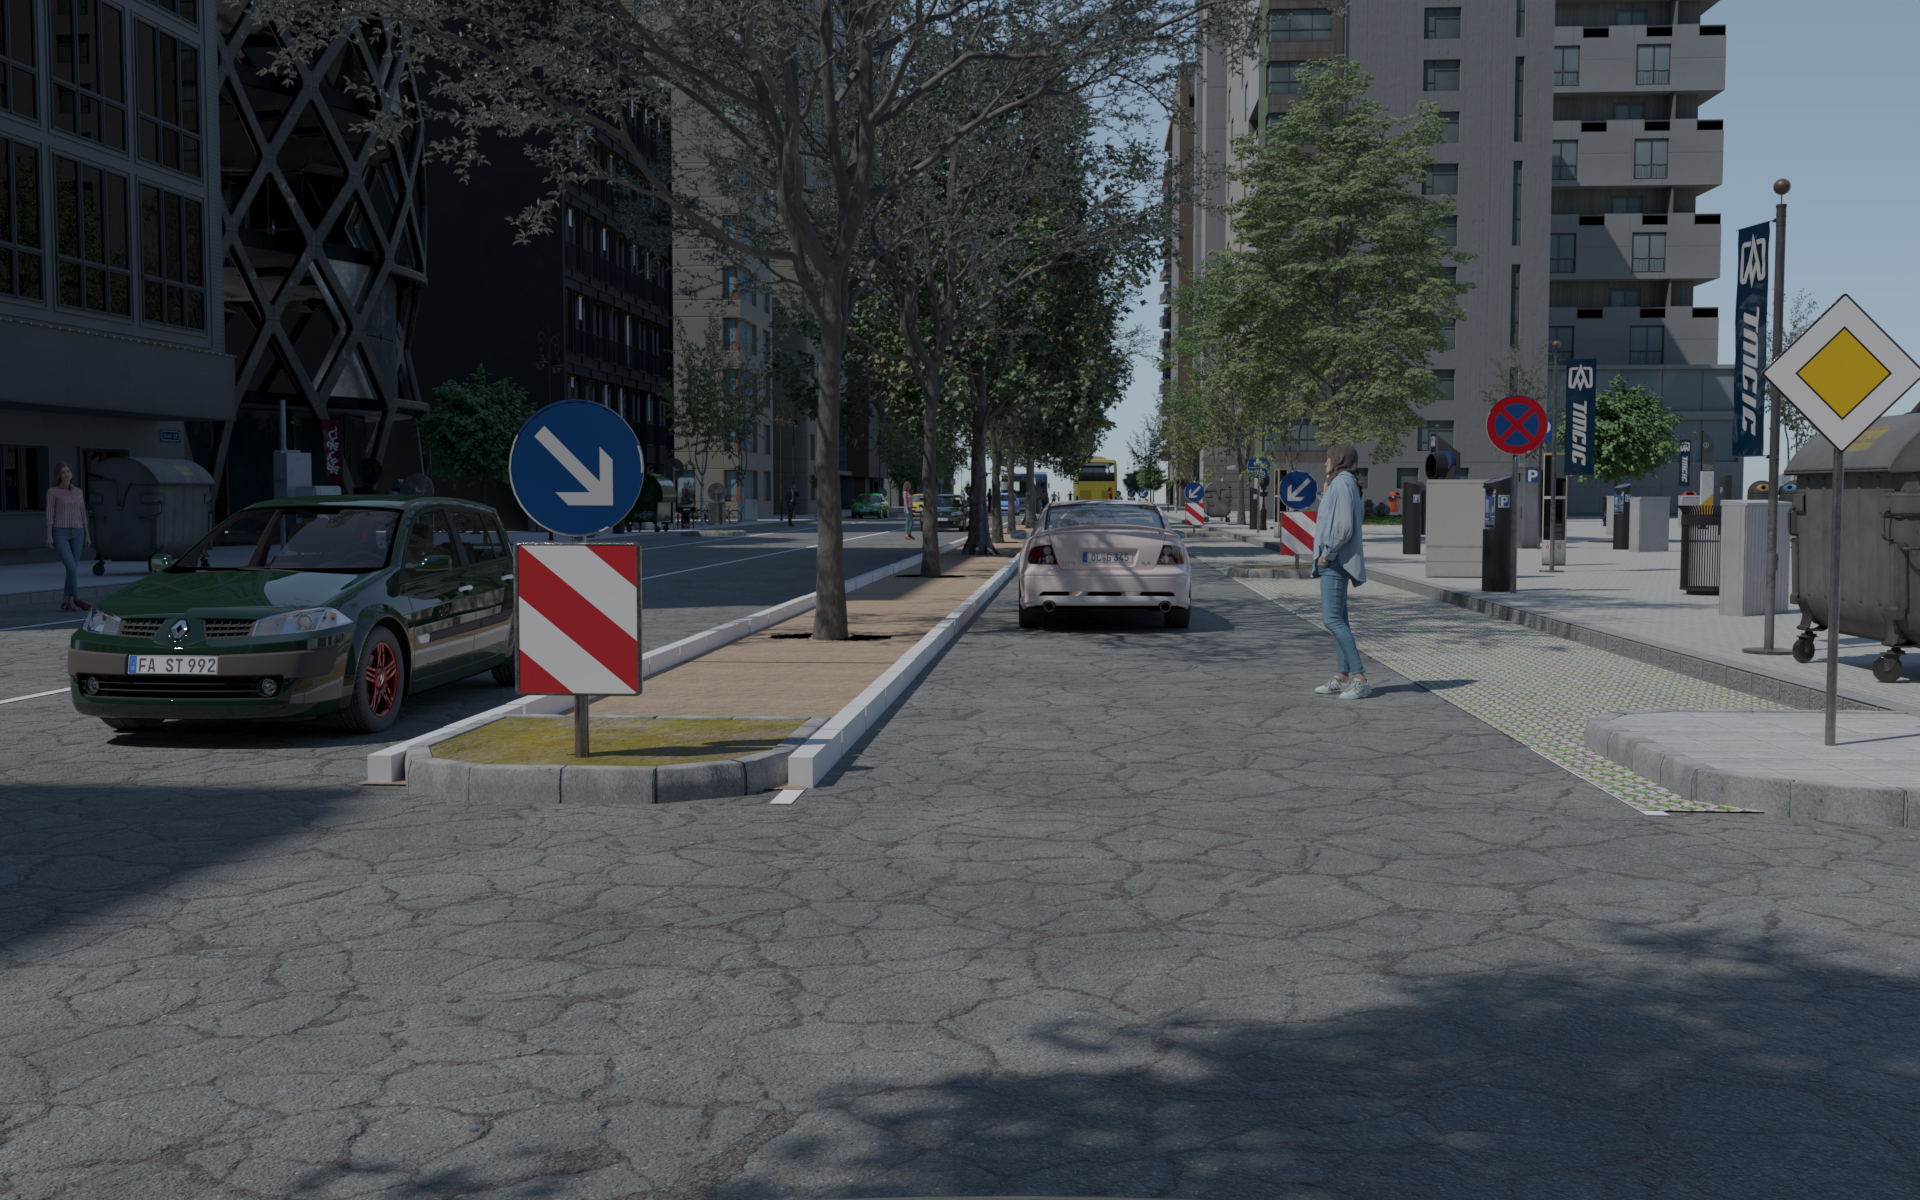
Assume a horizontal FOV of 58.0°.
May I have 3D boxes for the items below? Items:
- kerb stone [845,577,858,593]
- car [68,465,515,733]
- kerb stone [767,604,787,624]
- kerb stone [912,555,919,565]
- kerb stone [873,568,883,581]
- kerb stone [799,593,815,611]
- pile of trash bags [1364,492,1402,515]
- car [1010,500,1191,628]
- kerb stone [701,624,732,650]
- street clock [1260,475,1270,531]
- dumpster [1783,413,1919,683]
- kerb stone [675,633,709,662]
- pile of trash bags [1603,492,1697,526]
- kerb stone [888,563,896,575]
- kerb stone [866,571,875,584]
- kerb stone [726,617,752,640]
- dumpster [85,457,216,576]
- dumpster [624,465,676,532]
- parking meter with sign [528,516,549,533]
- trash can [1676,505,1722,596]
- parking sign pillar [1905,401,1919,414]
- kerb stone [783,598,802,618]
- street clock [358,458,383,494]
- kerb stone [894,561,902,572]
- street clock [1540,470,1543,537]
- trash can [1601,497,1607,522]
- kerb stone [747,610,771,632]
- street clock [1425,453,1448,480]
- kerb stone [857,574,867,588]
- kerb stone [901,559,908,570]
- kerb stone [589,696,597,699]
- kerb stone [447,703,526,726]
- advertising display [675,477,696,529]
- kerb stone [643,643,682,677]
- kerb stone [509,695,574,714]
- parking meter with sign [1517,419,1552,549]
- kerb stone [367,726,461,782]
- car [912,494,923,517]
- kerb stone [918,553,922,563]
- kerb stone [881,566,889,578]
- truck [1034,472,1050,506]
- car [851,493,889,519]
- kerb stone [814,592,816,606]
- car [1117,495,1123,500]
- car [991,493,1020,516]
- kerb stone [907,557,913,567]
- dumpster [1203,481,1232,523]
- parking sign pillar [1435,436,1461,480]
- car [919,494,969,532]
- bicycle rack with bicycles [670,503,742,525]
[{"bbox_3d":[-1.656,-0.196,25.402,0.120,0.150,1.000,0,4,4],"label":"kerb stone"},{"bbox_3d":[-4.189,-0.116,11.679,2.009,1.686,4.222,0,4,5],"label":"car"},{"bbox_3d":[-2.094,0.182,19.270,0.120,0.150,1.000,0,4,4],"label":"kerb stone"},{"bbox_3d":[-0.985,-0.756,34.602,0.120,0.150,1.000,0,4,4],"label":"kerb stone"},{"bbox_3d":[-1.427,-0.384,28.477,0.120,0.150,1.000,0,4,4],"label":"kerb stone"},{"bbox_3d":[-1.952,0.054,21.310,0.120,0.150,1.000,0,4,4],"label":"kerb stone"},{"bbox_3d":[18.681,-4.176,78.034,3.447,1.369,1.912,-3,4,-39],"label":"pile of trash bags"},{"bbox_3d":[1.610,-0.466,19.978,2.083,1.381,4.827,0,4,3],"label":"car"},{"bbox_3d":[-2.323,0.366,16.212,0.120,0.150,1.000,0,4,4],"label":"kerb stone"},{"bbox_3d":[10.658,-3.441,60.822,0.358,2.002,0.471,-1,4,-17],"label":"street clock"},{"bbox_3d":[6.860,-0.404,12.361,1.264,1.857,1.865,0,4,4],"label":"dumpster"},{"bbox_3d":[-2.395,0.431,15.193,0.120,0.150,1.000,0,4,4],"label":"kerb stone"},{"bbox_3d":[27.114,-3.563,68.009,3.447,1.369,1.912,1,4,16],"label":"pile of trash bags"},{"bbox_3d":[-1.292,-0.505,30.518,0.120,0.150,1.000,0,4,4],"label":"kerb stone"},{"bbox_3d":[-1.509,-0.321,27.441,0.120,0.150,1.000,0,4,4],"label":"kerb stone"},{"bbox_3d":[-2.254,0.305,17.232,0.120,0.150,1.000,0,4,4],"label":"kerb stone"},{"bbox_3d":[-12.937,-1.342,27.707,1.264,1.857,1.865,0,4,4],"label":"dumpster"},{"bbox_3d":[-10.558,-3.432,58.611,1.502,2.255,1.985,0,4,4],"label":"dumpster"},{"bbox_3d":[-14.222,-3.792,58.268,0.543,3.016,1.738,-2,4,-34],"label":"parking meter with sign"},{"bbox_3d":[9.508,-0.637,22.065,0.748,1.137,0.748,0,3,0],"label":"trash can"},{"bbox_3d":[22.344,-3.176,40.395,1.447,3.967,1.447,-2,4,-33],"label":"parking sign pillar"},{"bbox_3d":[-2.019,0.117,20.290,0.120,0.150,1.000,0,4,4],"label":"kerb stone"},{"bbox_3d":[-11.815,-1.845,34.735,0.471,2.002,0.358,-1,4,-18],"label":"street clock"},{"bbox_3d":[-1.207,-0.571,31.536,0.120,0.150,1.000,0,4,4],"label":"kerb stone"},{"bbox_3d":[17.253,-2.862,51.357,0.358,2.002,0.471,-1,4,-17],"label":"street clock"},{"bbox_3d":[28.765,-3.975,76.652,0.748,1.137,0.748,0,3,0],"label":"trash can"},{"bbox_3d":[-2.172,0.245,18.251,0.120,0.150,1.000,0,4,4],"label":"kerb stone"},{"bbox_3d":[8.492,-1.610,30.901,0.358,2.002,0.471,-1,4,-10],"label":"street clock"},{"bbox_3d":[-1.575,-0.258,26.420,0.120,0.150,1.000,0,4,4],"label":"kerb stone"},{"bbox_3d":[-1.128,-0.627,32.555,0.120,0.150,1.000,0,4,4],"label":"kerb stone"},{"bbox_3d":[-2.617,0.616,12.123,0.120,0.150,1.000,0,4,4],"label":"kerb stone"},{"bbox_3d":[-2.762,0.747,10.080,0.120,0.150,1.000,0,4,4],"label":"kerb stone"},{"bbox_3d":[-10.191,-3.614,64.295,0.123,1.923,0.974,2,4,34],"label":"advertising display"},{"bbox_3d":[-2.468,0.492,14.162,0.120,0.150,1.000,0,4,4],"label":"kerb stone"},{"bbox_3d":[-2.684,0.679,11.101,0.120,0.150,1.000,0,4,4],"label":"kerb stone"},{"bbox_3d":[13.439,-2.731,40.908,0.543,3.016,1.738,0,4,1],"label":"parking meter with sign"},{"bbox_3d":[-2.832,0.812,9.056,0.120,0.150,1.000,0,4,4],"label":"kerb stone"},{"bbox_3d":[-2.335,-5.916,106.956,2.015,1.641,3.980,0,4,4],"label":"car"},{"bbox_3d":[-0.918,-0.822,35.631,0.120,0.150,1.000,0,4,4],"label":"kerb stone"},{"bbox_3d":[-1.361,-0.447,29.497,0.120,0.150,1.000,0,4,4],"label":"kerb stone"},{"bbox_3d":[9.893,-13.940,217.676,2.967,4.110,18.799,0,4,4],"label":"truck"},{"bbox_3d":[-5.261,-5.661,101.357,1.959,1.807,4.718,0,4,5],"label":"car"},{"bbox_3d":[-1.871,-0.005,22.340,0.120,0.150,1.000,0,4,4],"label":"kerb stone"},{"bbox_3d":[18.876,-12.203,209.745,2.015,1.641,3.980,0,4,3],"label":"car"},{"bbox_3d":[3.078,-6.513,116.072,1.945,1.707,3.694,0,4,6],"label":"car"},{"bbox_3d":[-1.065,-0.695,33.577,0.120,0.150,1.000,0,4,4],"label":"kerb stone"},{"bbox_3d":[11.664,-4.444,78.421,1.264,1.857,1.865,0,4,4],"label":"dumpster"},{"bbox_3d":[21.700,-5.442,77.447,1.447,3.967,1.447,-3,4,-37],"label":"parking sign pillar"},{"bbox_3d":[-0.531,-3.501,67.028,2.009,1.686,4.222,0,4,5],"label":"car"},{"bbox_3d":[-10.836,-3.623,72.617,2.925,0.926,2.852,0,4,6],"label":"bicycle rack with bicycles"}]
